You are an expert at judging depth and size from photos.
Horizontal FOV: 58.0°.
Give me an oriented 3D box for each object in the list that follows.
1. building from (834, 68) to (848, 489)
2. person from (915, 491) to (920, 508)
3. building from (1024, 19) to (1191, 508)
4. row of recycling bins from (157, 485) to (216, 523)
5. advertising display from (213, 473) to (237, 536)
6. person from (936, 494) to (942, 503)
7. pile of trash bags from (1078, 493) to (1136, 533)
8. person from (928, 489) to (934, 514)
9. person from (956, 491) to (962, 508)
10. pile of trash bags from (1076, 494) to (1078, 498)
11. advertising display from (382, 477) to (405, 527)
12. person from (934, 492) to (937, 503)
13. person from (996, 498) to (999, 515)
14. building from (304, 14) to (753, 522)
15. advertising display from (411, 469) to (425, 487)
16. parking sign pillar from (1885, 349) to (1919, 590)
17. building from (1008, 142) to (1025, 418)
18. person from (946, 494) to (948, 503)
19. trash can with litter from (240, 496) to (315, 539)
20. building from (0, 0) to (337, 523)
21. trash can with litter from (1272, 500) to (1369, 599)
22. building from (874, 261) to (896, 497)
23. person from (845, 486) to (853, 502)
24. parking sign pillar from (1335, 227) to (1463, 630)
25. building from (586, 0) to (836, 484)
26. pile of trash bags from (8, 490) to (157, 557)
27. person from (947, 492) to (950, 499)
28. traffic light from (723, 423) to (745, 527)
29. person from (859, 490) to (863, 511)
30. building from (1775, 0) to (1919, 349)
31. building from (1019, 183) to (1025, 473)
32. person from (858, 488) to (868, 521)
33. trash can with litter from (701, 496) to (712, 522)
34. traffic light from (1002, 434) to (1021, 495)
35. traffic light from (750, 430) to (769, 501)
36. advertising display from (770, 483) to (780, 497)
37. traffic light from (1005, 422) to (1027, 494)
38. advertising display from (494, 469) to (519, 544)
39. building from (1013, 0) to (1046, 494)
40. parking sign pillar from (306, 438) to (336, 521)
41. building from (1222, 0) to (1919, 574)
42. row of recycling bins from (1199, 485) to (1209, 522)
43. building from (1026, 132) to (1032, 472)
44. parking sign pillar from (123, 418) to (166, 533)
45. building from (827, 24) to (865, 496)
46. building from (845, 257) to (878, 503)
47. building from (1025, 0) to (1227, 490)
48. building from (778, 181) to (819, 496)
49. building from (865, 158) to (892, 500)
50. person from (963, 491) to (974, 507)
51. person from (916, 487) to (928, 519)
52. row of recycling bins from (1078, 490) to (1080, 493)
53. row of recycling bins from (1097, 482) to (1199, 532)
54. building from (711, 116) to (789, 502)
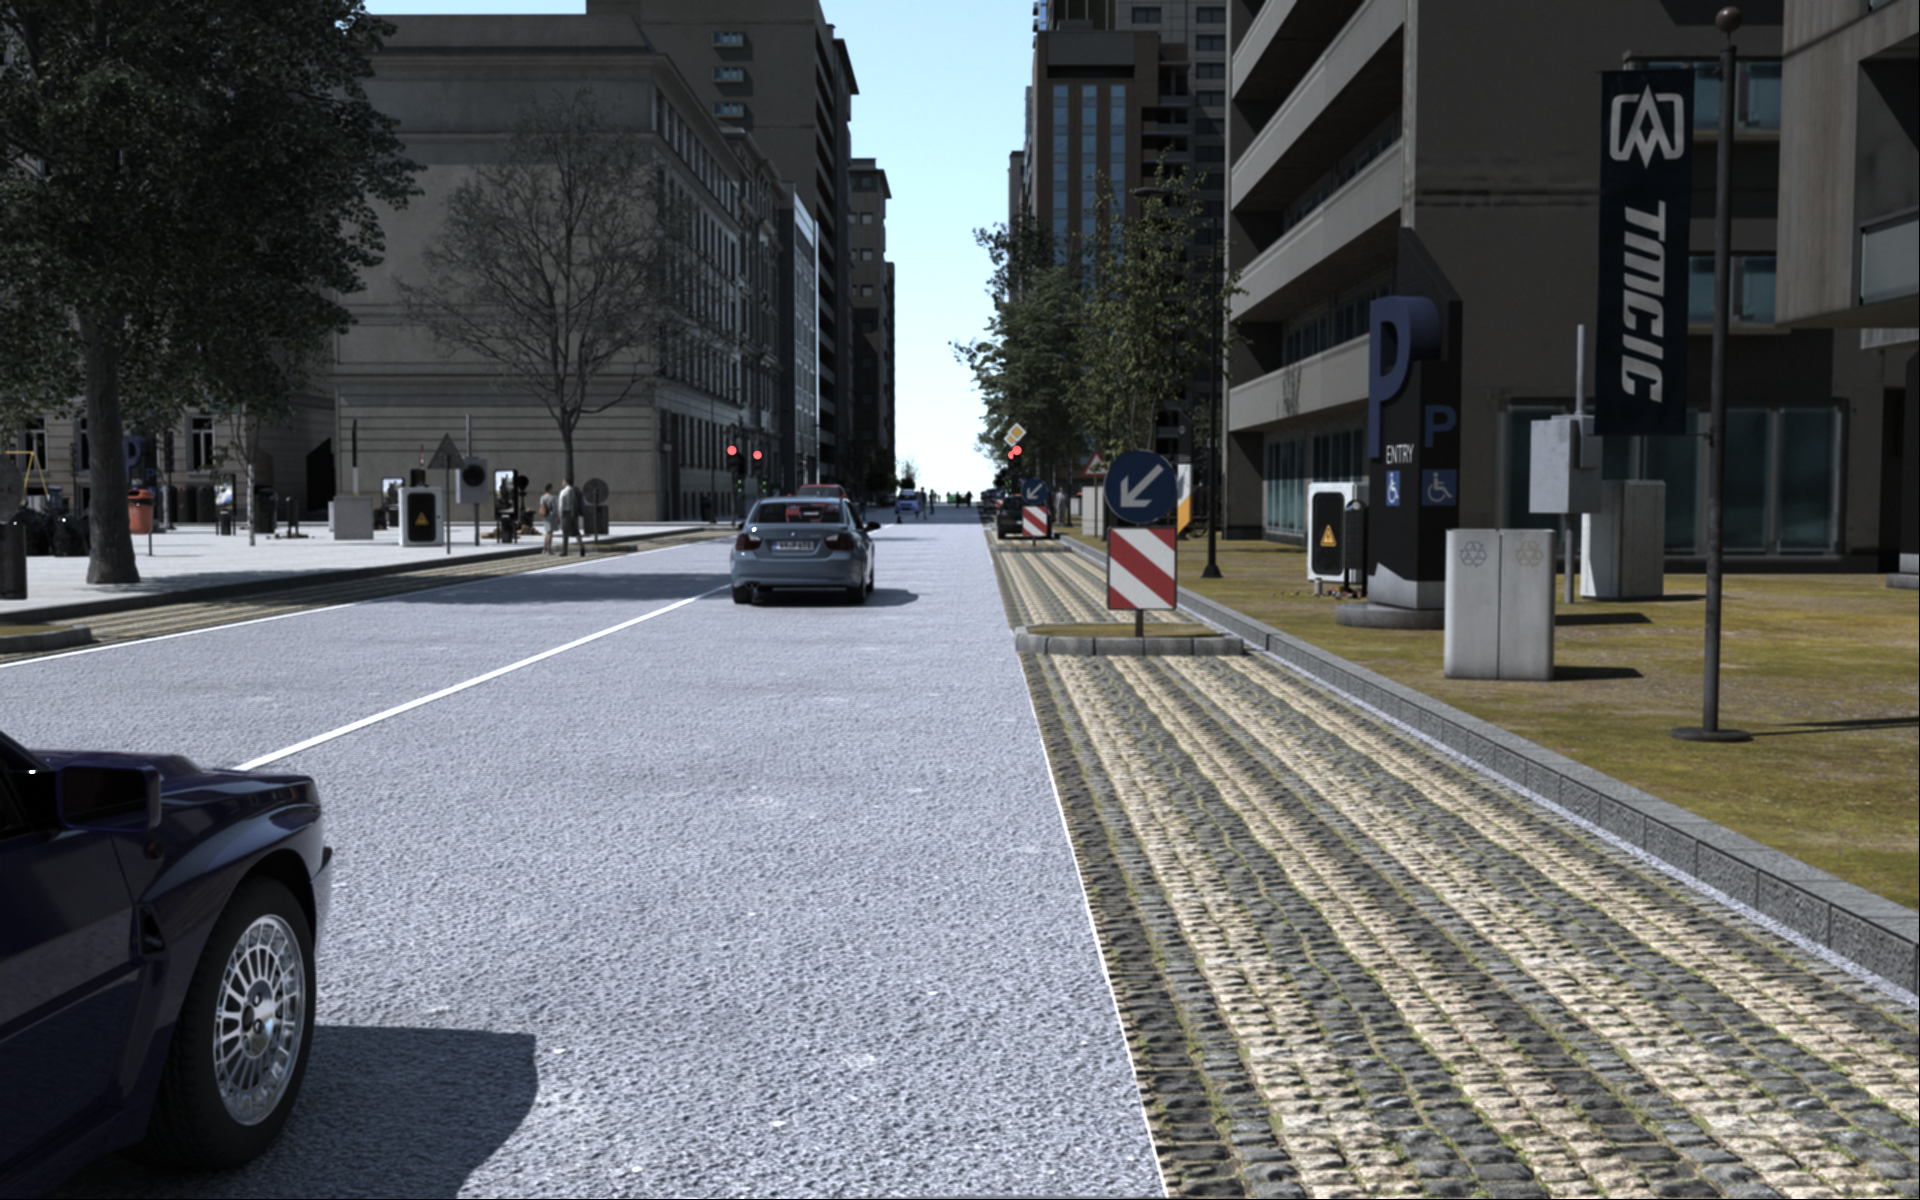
[{"bbox_3d":[-19.088,-32.383,179.572,14.600,45.320,14.200,0,4,0],"label":"building"},{"bbox_3d":[-3.593,-8.420,147.163,0.512,1.701,0.522,-1,4,-19],"label":"person"},{"bbox_3d":[13.965,-31.519,165.452,14.600,45.320,14.200,0,4,0],"label":"building"},{"bbox_3d":[-34.483,-4.232,76.303,3.534,1.692,1.069,0,4,6],"label":"row of recycling bins"},{"bbox_3d":[-22.783,-2.965,53.698,0.974,1.923,0.123,2,4,32],"label":"advertising display"},{"bbox_3d":[-3.224,-15.602,266.847,1.065,1.426,0.557,0,4,4],"label":"person"},{"bbox_3d":[4.908,-2.810,55.691,1.912,1.369,3.447,0,4,1],"label":"pile of trash bags"},{"bbox_3d":[-2.104,-7.084,124.506,0.526,1.800,0.537,2,4,24],"label":"person"},{"bbox_3d":[-0.157,-10.510,181.056,0.721,1.735,1.217,-2,4,-27],"label":"person"},{"bbox_3d":[9.828,-6.935,123.147,3.447,1.369,1.912,2,4,29],"label":"pile of trash bags"},{"bbox_3d":[-22.034,-3.802,67.383,0.974,1.923,0.123,1,4,16],"label":"advertising display"},{"bbox_3d":[-3.940,-16.120,272.076,0.705,1.821,1.348,3,5,40],"label":"person"},{"bbox_3d":[2.616,-6.577,116.004,0.580,1.828,0.573,-1,4,-12],"label":"person"},{"bbox_3d":[-20.880,-15.823,91.987,16.112,22.955,30.059,0,4,0],"label":"building"},{"bbox_3d":[-14.007,-2.422,44.808,0.123,1.923,0.974,0,4,-3],"label":"advertising display"},{"bbox_3d":[13.401,-2.138,23.430,1.447,3.967,1.447,-1,4,-10],"label":"parking sign pillar"},{"bbox_3d":[18.689,-46.079,295.385,21.231,58.520,28.212,0,4,0],"label":"building"},{"bbox_3d":[-1.846,-16.330,275.476,1.348,1.826,0.705,-2,4,-31],"label":"person"},{"bbox_3d":[-19.547,-2.386,50.071,1.678,1.210,2.233,0,4,2],"label":"trash can with litter"},{"bbox_3d":[-41.731,-18.202,83.502,20.117,28.700,13.634,0,4,0],"label":"building"},{"bbox_3d":[4.953,-0.628,21.328,1.678,1.210,2.233,-1,4,-13],"label":"trash can with litter"},{"bbox_3d":[-18.402,-37.490,296.561,14.154,41.232,14.086,0,4,0],"label":"building"},{"bbox_3d":[-6.285,-5.405,96.232,0.648,1.900,0.474,1,4,20],"label":"person"},{"bbox_3d":[4.435,-1.741,16.931,1.447,3.967,1.447,0,4,-7],"label":"parking sign pillar"},{"bbox_3d":[-23.103,-32.873,161.167,21.300,48.544,21.600,0,4,0],"label":"building"},{"bbox_3d":[-18.185,-1.608,36.050,3.447,1.369,1.912,1,4,17],"label":"pile of trash bags"},{"bbox_3d":[-1.620,-15.049,254.692,0.705,1.807,1.348,-2,4,-27],"label":"person"},{"bbox_3d":[-8.862,-4.823,67.782,0.839,4.253,0.868,0,4,0],"label":"traffic light"},{"bbox_3d":[-8.472,-8.613,149.805,0.515,1.767,0.782,0,4,0],"label":"person"},{"bbox_3d":[14.066,-20.036,11.189,14.154,41.232,14.086,0,4,0],"label":"building"},{"bbox_3d":[15.343,-36.263,243.009,14.600,45.320,14.200,0,4,0],"label":"building"},{"bbox_3d":[-5.159,-5.103,92.278,0.721,1.781,0.623,-3,5,-43],"label":"person"},{"bbox_3d":[-11.777,-4.263,81.083,0.624,1.170,1.055,-1,4,-19],"label":"trash can with litter"},{"bbox_3d":[2.261,-5.307,75.698,0.839,4.253,0.868,0,4,0],"label":"traffic light"},{"bbox_3d":[-8.800,-5.312,75.767,0.839,4.253,0.868,0,4,0],"label":"traffic light"},{"bbox_3d":[-10.595,-5.754,99.289,0.123,1.923,0.974,1,4,21],"label":"advertising display"},{"bbox_3d":[2.199,-4.819,67.713,0.839,4.253,0.868,0,4,0],"label":"traffic light"},{"bbox_3d":[-11.800,-2.437,45.054,0.974,1.923,0.123,3,5,44],"label":"advertising display"},{"bbox_3d":[18.788,-58.207,264.348,22.319,86.520,31.000,0,4,0],"label":"building"},{"bbox_3d":[-30.617,-5.780,82.976,1.447,3.967,1.447,1,4,16],"label":"parking sign pillar"},{"bbox_3d":[17.938,-25.262,36.731,21.300,48.544,21.600,0,4,0],"label":"building"},{"bbox_3d":[10.342,-4.358,78.366,1.069,1.692,3.534,2,4,25],"label":"row of recycling bins"},{"bbox_3d":[19.264,-36.023,208.587,23.786,49.044,30.456,0,4,0],"label":"building"},{"bbox_3d":[-26.924,-4.185,56.903,1.447,3.967,1.447,3,4,38],"label":"parking sign pillar"},{"bbox_3d":[-26.644,-37.368,200.212,28.713,52.752,27.495,0,4,0],"label":"building"},{"bbox_3d":[-28.083,-34.059,248.749,32.217,40.220,23.993,0,4,0],"label":"building"},{"bbox_3d":[17.404,-45.490,182.009,20.563,71.187,20.611,0,4,0],"label":"building"},{"bbox_3d":[-18.397,-19.756,141.028,12.078,24.808,19.932,0,4,0],"label":"building"},{"bbox_3d":[-25.614,-41.907,274.411,28.713,52.752,27.495,0,4,0],"label":"building"},{"bbox_3d":[0.966,-11.117,190.291,1.348,1.821,0.705,2,4,29],"label":"person"},{"bbox_3d":[-2.160,-5.489,98.126,0.818,1.842,0.514,3,5,45],"label":"person"},{"bbox_3d":[9.539,-7.627,131.814,1.069,1.692,3.534,1,4,12],"label":"row of recycling bins"},{"bbox_3d":[6.189,-3.171,58.951,3.534,1.692,1.069,1,4,23],"label":"row of recycling bins"},{"bbox_3d":[-19.829,-20.285,119.052,14.401,28.519,23.554,0,4,0],"label":"building"}]
